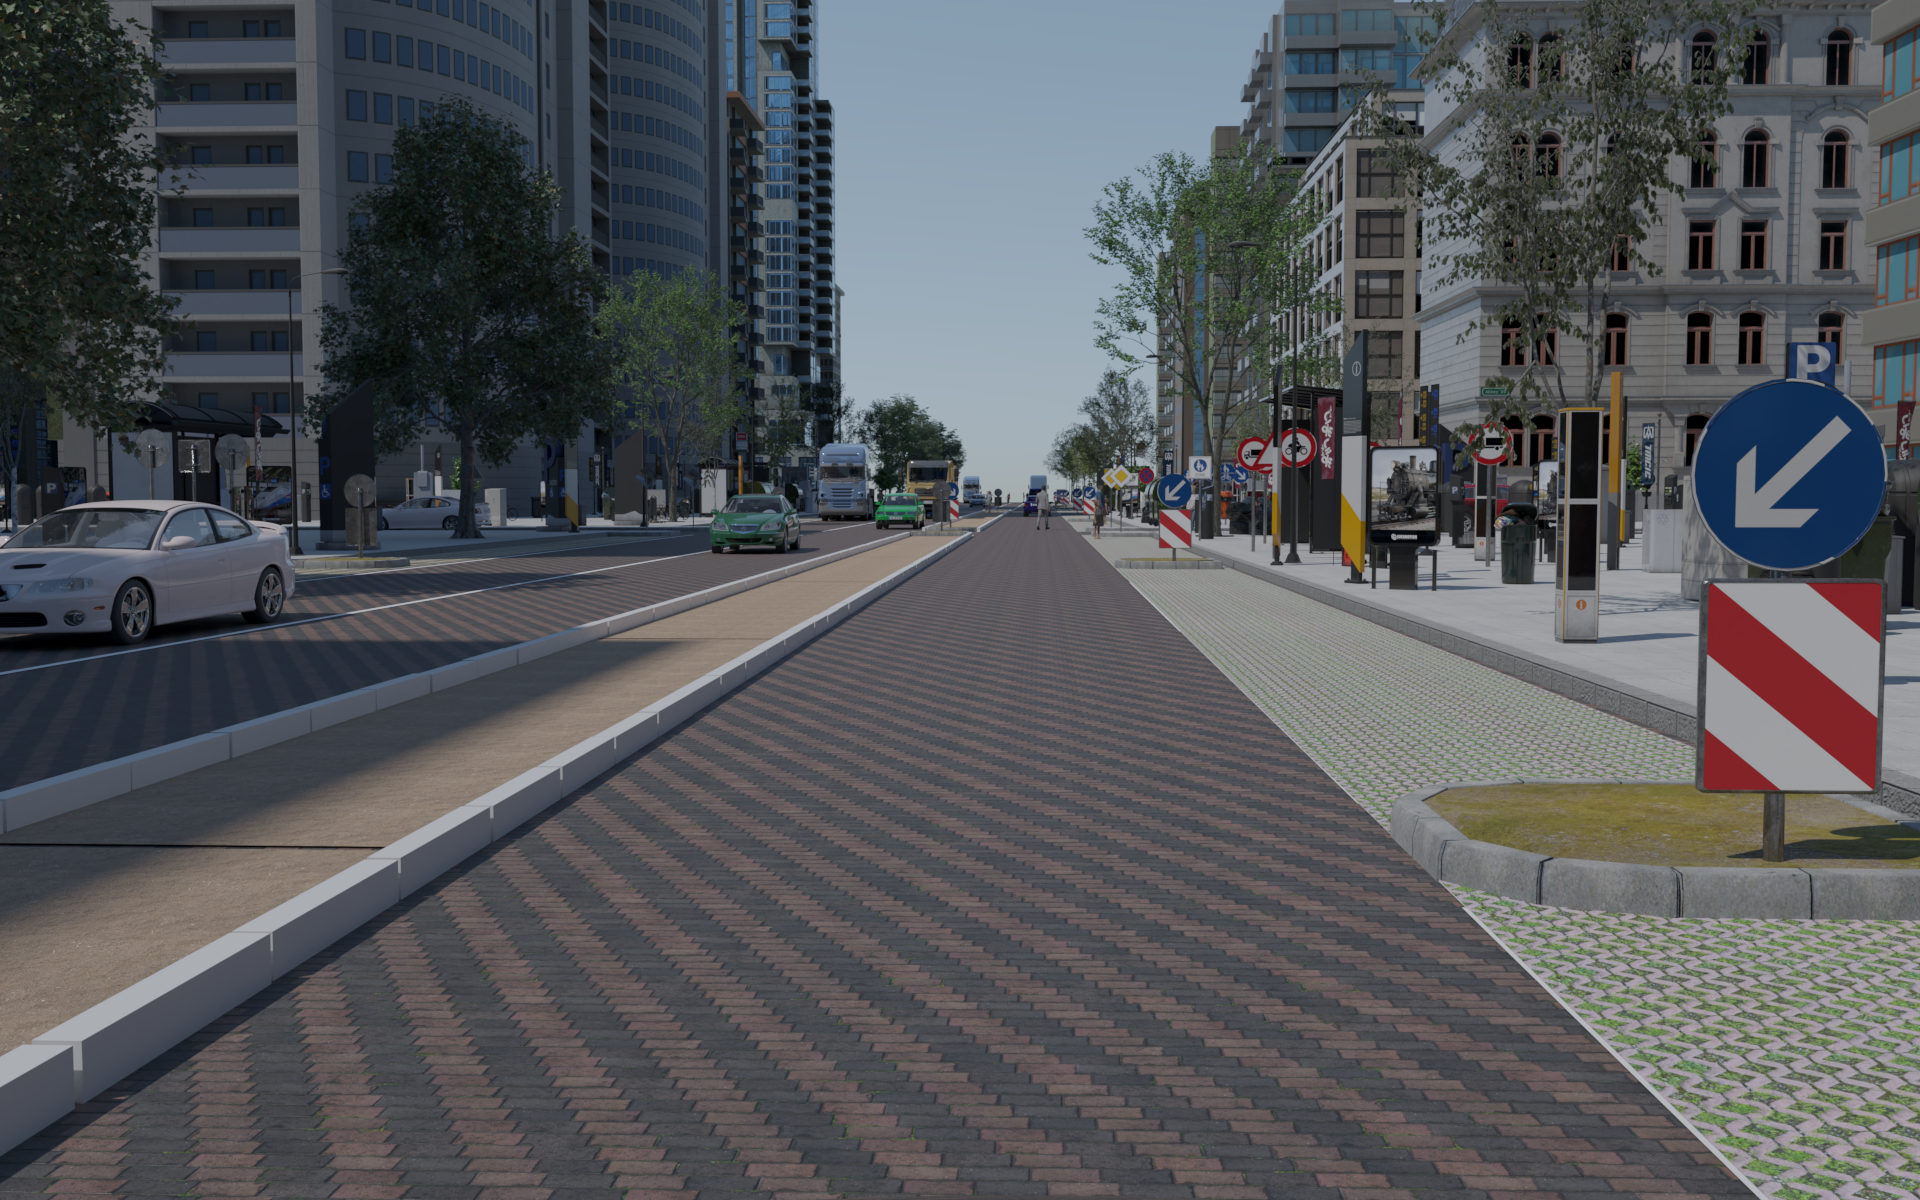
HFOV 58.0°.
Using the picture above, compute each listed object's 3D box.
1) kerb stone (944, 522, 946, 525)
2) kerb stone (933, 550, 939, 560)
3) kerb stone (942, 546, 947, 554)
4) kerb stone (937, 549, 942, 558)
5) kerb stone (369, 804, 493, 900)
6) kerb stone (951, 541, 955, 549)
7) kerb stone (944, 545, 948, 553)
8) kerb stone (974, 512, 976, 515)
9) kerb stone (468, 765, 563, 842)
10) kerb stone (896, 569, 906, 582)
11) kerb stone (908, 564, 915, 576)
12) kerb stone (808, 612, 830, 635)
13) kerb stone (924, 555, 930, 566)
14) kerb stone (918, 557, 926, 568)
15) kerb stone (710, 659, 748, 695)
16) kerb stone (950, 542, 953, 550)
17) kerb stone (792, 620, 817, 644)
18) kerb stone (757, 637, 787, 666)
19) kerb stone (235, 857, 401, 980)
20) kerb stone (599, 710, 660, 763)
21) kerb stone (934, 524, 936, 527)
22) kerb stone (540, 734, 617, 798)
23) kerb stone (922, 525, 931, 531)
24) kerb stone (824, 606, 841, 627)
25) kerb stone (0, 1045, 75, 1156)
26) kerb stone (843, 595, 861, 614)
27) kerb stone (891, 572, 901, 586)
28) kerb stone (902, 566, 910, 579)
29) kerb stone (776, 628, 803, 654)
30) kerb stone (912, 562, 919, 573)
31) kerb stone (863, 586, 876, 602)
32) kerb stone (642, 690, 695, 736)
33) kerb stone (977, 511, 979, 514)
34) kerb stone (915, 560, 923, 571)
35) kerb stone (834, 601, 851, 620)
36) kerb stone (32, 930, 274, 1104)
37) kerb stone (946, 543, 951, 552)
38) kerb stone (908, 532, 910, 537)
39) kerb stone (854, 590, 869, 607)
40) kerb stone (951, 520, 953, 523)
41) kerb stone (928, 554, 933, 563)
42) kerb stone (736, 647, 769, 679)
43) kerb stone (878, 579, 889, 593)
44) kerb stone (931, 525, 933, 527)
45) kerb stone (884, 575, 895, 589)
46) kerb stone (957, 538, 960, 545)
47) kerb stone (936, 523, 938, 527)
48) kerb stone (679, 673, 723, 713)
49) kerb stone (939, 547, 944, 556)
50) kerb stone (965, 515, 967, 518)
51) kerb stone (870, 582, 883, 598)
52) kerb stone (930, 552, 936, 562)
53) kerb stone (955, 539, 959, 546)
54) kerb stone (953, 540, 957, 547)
[{"bbox_3d":[-0.846,-3.410,77.941,0.120,0.150,1.000,0,4,3],"label":"kerb stone"},{"bbox_3d":[-0.596,-0.926,37.329,0.120,0.150,1.000,0,4,3],"label":"kerb stone"},{"bbox_3d":[-0.459,-1.113,40.399,0.120,0.150,1.000,0,4,3],"label":"kerb stone"},{"bbox_3d":[-0.551,-0.988,38.353,0.120,0.150,1.000,0,4,3],"label":"kerb stone"},{"bbox_3d":[-2.010,0.953,6.613,0.120,0.150,1.000,0,4,3],"label":"kerb stone"},{"bbox_3d":[-0.269,-1.364,44.507,0.120,0.150,1.000,0,4,3],"label":"kerb stone"},{"bbox_3d":[-0.423,-1.176,41.421,0.120,0.150,1.000,0,4,3],"label":"kerb stone"},{"bbox_3d":[0.780,-5.601,113.787,0.120,0.150,1.000,0,4,3],"label":"kerb stone"},{"bbox_3d":[-1.959,0.891,7.634,0.120,0.150,1.000,0,4,3],"label":"kerb stone"},{"bbox_3d":[-1.022,-0.361,28.128,0.120,0.150,1.000,0,4,3],"label":"kerb stone"},{"bbox_3d":[-0.926,-0.488,30.178,0.120,0.150,1.000,0,4,3],"label":"kerb stone"},{"bbox_3d":[-1.490,0.264,17.875,0.120,0.150,1.000,0,4,3],"label":"kerb stone"},{"bbox_3d":[-0.743,-0.738,34.263,0.120,0.150,1.000,0,4,3],"label":"kerb stone"},{"bbox_3d":[-0.791,-0.675,33.241,0.120,0.150,1.000,0,4,3],"label":"kerb stone"},{"bbox_3d":[-1.726,0.577,12.765,0.120,0.150,1.000,0,4,3],"label":"kerb stone"},{"bbox_3d":[-0.327,-1.301,43.481,0.120,0.150,1.000,0,4,3],"label":"kerb stone"},{"bbox_3d":[-1.542,0.327,16.853,0.120,0.150,1.000,0,4,3],"label":"kerb stone"},{"bbox_3d":[-1.634,0.452,14.809,0.120,0.150,1.000,0,4,3],"label":"kerb stone"},{"bbox_3d":[-2.057,1.018,5.592,0.120,0.150,1.000,0,4,3],"label":"kerb stone"},{"bbox_3d":[-1.862,0.768,9.689,0.120,0.150,1.000,0,4,3],"label":"kerb stone"},{"bbox_3d":[-1.172,-2.968,70.765,0.120,0.150,1.000,0,4,3],"label":"kerb stone"},{"bbox_3d":[-1.909,0.828,8.660,0.120,0.150,1.000,0,4,3],"label":"kerb stone"},{"bbox_3d":[-1.323,-2.776,67.693,0.120,0.150,1.000,0,4,3],"label":"kerb stone"},{"bbox_3d":[-1.439,0.206,18.906,0.120,0.150,1.000,0,4,3],"label":"kerb stone"},{"bbox_3d":[-2.146,1.141,3.537,0.120,0.150,1.000,0,4,3],"label":"kerb stone"},{"bbox_3d":[-1.344,0.076,20.959,0.120,0.150,1.000,0,4,3],"label":"kerb stone"},{"bbox_3d":[-1.067,-0.299,27.106,0.120,0.150,1.000,0,4,3],"label":"kerb stone"},{"bbox_3d":[-0.974,-0.426,29.156,0.120,0.150,1.000,0,4,3],"label":"kerb stone"},{"bbox_3d":[-1.584,0.389,15.832,0.120,0.150,1.000,0,4,3],"label":"kerb stone"},{"bbox_3d":[-0.884,-0.544,31.199,0.120,0.150,1.000,0,4,3],"label":"kerb stone"},{"bbox_3d":[-1.258,-0.046,23.007,0.120,0.150,1.000,0,4,3],"label":"kerb stone"},{"bbox_3d":[-1.814,0.702,10.716,0.120,0.150,1.000,0,4,3],"label":"kerb stone"},{"bbox_3d":[1.024,-5.915,118.903,0.120,0.150,1.000,0,4,3],"label":"kerb stone"},{"bbox_3d":[-0.830,-0.609,32.220,0.120,0.150,1.000,0,4,3],"label":"kerb stone"},{"bbox_3d":[-1.400,0.142,19.930,0.120,0.150,1.000,0,4,3],"label":"kerb stone"},{"bbox_3d":[-2.097,1.078,4.567,0.120,0.150,1.000,0,4,3],"label":"kerb stone"},{"bbox_3d":[-0.367,-1.239,42.454,0.120,0.150,1.000,0,4,3],"label":"kerb stone"},{"bbox_3d":[-1.813,-2.123,56.907,0.120,0.150,1.000,0,4,3],"label":"kerb stone"},{"bbox_3d":[-1.302,0.014,21.980,0.120,0.150,1.000,0,4,3],"label":"kerb stone"},{"bbox_3d":[-0.566,-3.786,84.092,0.120,0.150,1.000,0,4,3],"label":"kerb stone"},{"bbox_3d":[-0.693,-0.798,35.284,0.120,0.150,1.000,0,4,3],"label":"kerb stone"},{"bbox_3d":[-1.677,0.514,13.786,0.120,0.150,1.000,0,4,3],"label":"kerb stone"},{"bbox_3d":[-1.164,-0.175,25.050,0.120,0.150,1.000,0,4,3],"label":"kerb stone"},{"bbox_3d":[-1.263,-2.845,68.715,0.120,0.150,1.000,0,4,3],"label":"kerb stone"},{"bbox_3d":[-1.117,-0.233,26.085,0.120,0.150,1.000,0,4,3],"label":"kerb stone"},{"bbox_3d":[-0.144,-1.552,47.579,0.120,0.150,1.000,0,4,3],"label":"kerb stone"},{"bbox_3d":[-1.126,-3.033,71.786,0.120,0.150,1.000,0,4,3],"label":"kerb stone"},{"bbox_3d":[-1.774,0.642,11.740,0.120,0.150,1.000,0,4,3],"label":"kerb stone"},{"bbox_3d":[-0.508,-1.051,39.374,0.120,0.150,1.000,0,4,3],"label":"kerb stone"},{"bbox_3d":[0.181,-4.787,100.460,0.120,0.150,1.000,0,4,3],"label":"kerb stone"},{"bbox_3d":[-1.213,-0.112,24.029,0.120,0.150,1.000,0,4,3],"label":"kerb stone"},{"bbox_3d":[-0.644,-0.861,36.308,0.120,0.150,1.000,0,4,3],"label":"kerb stone"},{"bbox_3d":[-0.185,-1.490,46.550,0.120,0.150,1.000,0,4,3],"label":"kerb stone"},{"bbox_3d":[-0.227,-1.427,45.529,0.120,0.150,1.000,0,4,3],"label":"kerb stone"}]
